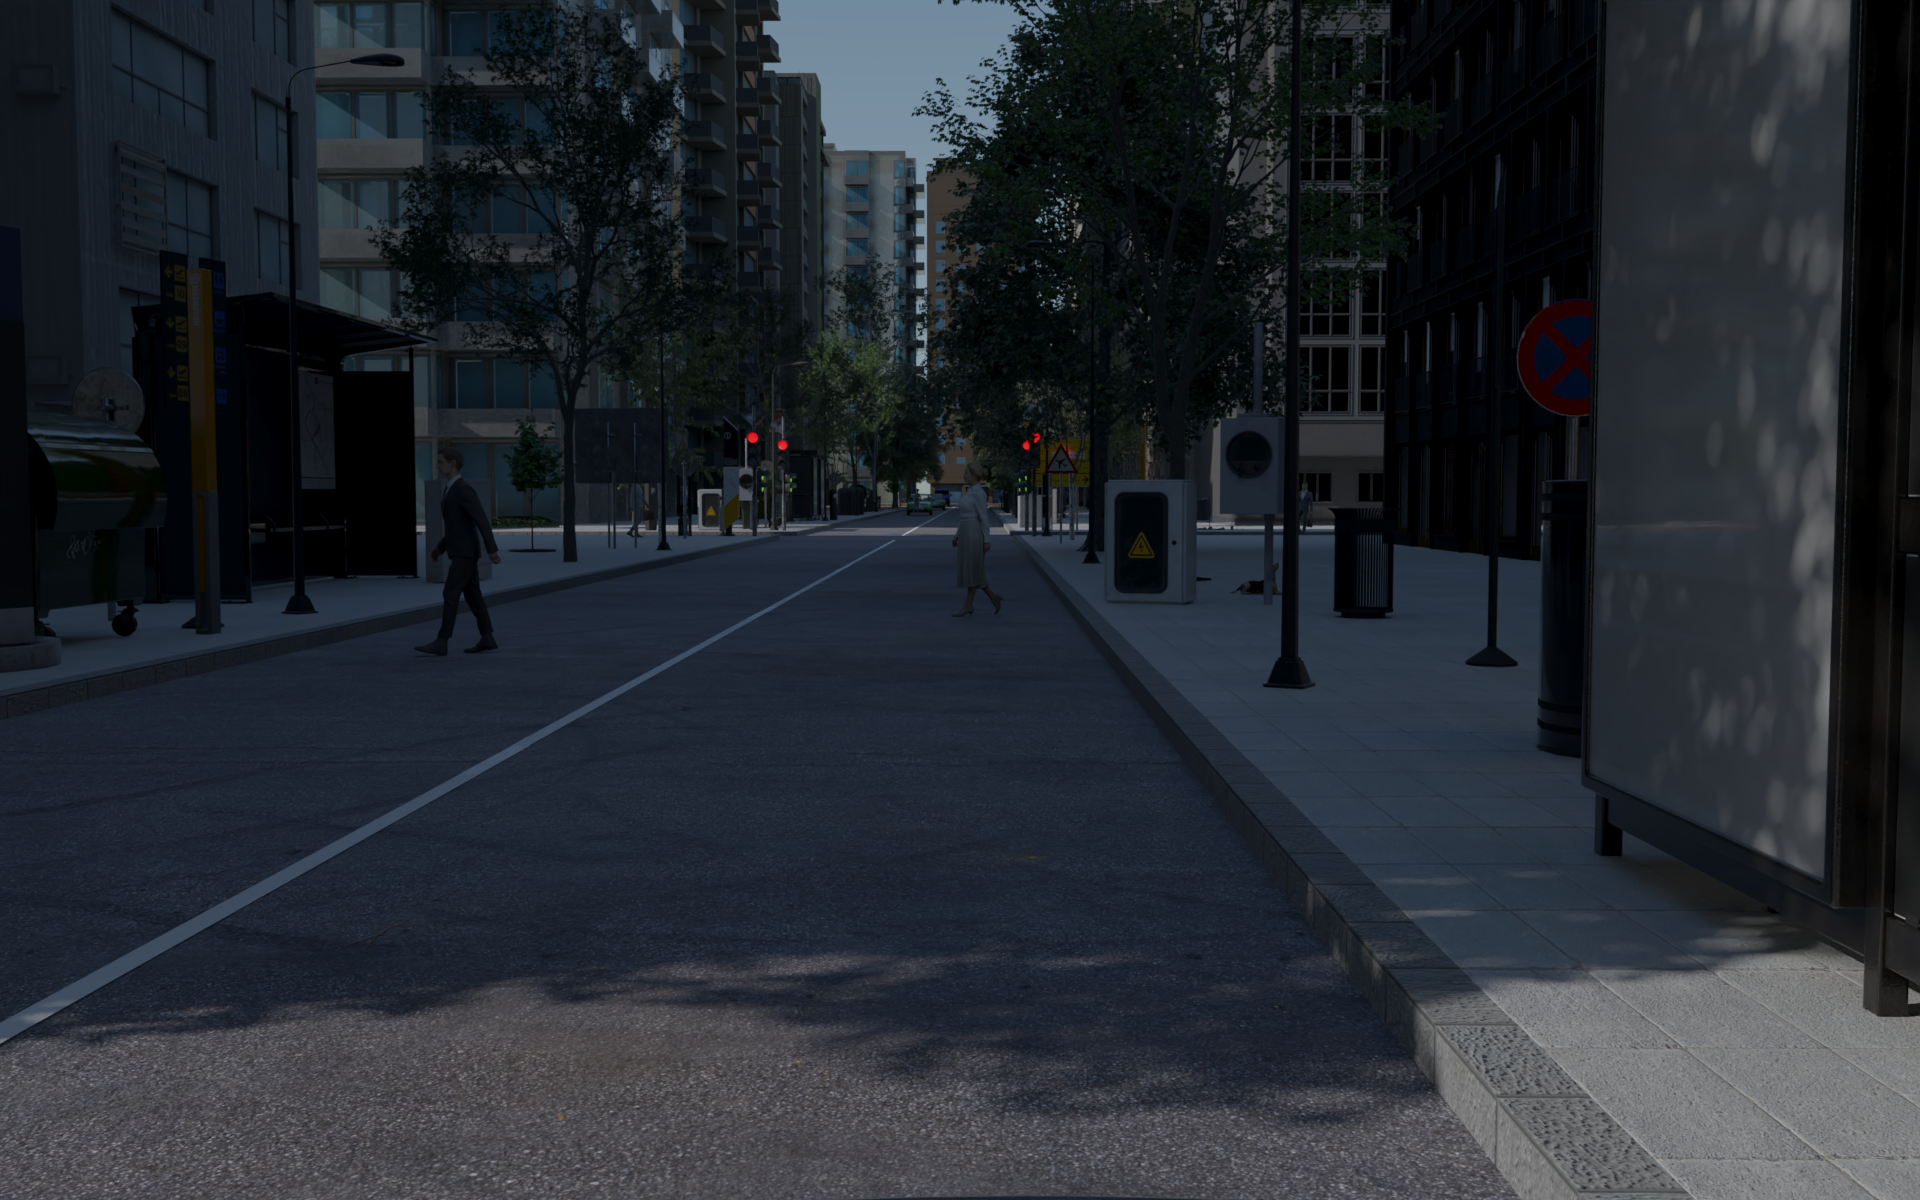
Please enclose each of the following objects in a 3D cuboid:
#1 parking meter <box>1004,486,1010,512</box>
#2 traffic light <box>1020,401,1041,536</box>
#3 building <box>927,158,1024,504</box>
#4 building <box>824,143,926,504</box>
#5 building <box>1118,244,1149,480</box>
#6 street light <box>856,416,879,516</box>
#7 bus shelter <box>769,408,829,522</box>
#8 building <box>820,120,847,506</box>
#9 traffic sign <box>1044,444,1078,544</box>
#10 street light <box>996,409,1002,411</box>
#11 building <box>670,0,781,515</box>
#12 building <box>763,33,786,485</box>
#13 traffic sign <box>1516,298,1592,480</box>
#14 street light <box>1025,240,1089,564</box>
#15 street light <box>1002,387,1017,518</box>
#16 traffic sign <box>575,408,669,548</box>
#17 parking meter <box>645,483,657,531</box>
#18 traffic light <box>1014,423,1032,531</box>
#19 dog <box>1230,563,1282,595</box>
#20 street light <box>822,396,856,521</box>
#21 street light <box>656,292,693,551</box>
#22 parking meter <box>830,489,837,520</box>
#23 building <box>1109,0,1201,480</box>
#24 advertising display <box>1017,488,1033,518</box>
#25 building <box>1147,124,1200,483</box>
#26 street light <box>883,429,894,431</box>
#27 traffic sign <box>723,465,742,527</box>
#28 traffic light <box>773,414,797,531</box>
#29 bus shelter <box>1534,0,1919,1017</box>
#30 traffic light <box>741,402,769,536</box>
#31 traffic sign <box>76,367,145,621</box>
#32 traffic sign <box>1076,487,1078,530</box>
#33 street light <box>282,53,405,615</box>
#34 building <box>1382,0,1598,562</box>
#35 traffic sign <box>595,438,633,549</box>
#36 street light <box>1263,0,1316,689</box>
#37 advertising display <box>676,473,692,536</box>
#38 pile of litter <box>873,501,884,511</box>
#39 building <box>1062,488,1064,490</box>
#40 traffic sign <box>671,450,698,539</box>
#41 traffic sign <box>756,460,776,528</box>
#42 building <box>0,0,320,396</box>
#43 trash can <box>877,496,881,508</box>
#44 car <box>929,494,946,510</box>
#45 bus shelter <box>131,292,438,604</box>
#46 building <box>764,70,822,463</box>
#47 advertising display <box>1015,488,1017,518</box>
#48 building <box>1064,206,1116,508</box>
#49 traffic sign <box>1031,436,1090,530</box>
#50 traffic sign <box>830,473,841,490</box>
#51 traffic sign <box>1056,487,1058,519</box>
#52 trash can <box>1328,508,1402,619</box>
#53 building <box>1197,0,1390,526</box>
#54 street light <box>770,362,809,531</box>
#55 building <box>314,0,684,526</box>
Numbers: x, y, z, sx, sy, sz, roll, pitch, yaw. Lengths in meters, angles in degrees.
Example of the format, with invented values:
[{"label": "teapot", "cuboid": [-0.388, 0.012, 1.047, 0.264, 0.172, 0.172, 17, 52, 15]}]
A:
[{"label": "parking meter", "cuboid": [3.290, -7.068, 121.265, 0.399, 1.863, 0.255, 0, 4, -2]}, {"label": "traffic light", "cuboid": [2.237, -3.887, 52.478, 0.839, 4.253, 0.868, 0, 4, 1]}, {"label": "building", "cuboid": [2.837, -35.685, 233.552, 14.200, 45.320, 14.600, 0, 4, 1]}, {"label": "building", "cuboid": [-19.988, -37.886, 239.047, 30.456, 49.044, 23.786, 0, 4, 1]}, {"label": "building", "cuboid": [17.423, -17.632, 124.447, 11.583, 22.565, 21.152, 0, 4, 1]}, {"label": "street light", "cuboid": [-5.599, -7.951, 102.545, 1.470, 5.913, 1.316, 0, 4, 1]}, {"label": "bus shelter", "cuboid": [-7.802, -6.480, 83.572, 2.179, 5.291, 8.768, 0, 4, 1]}, {"label": "building", "cuboid": [-27.797, -32.879, 192.198, 28.867, 44.769, 22.147, 0, 4, 1]}, {"label": "traffic sign", "cuboid": [2.606, -2.732, 44.674, 0.884, 2.594, 0.081, 0, 4, 5]}, {"label": "street light", "cuboid": [2.371, -6.207, 74.020, 1.470, 5.913, 1.316, 0, 4, 1]}, {"label": "building", "cuboid": [-24.205, -28.461, 119.966, 22.147, 44.769, 28.867, 0, 4, 1]}, {"label": "building", "cuboid": [-24.957, -43.222, 144.930, 20.563, 71.187, 20.611, 0, 4, 1]}, {"label": "traffic sign", "cuboid": [4.017, -0.689, 11.378, 0.768, 2.556, 0.104, 0, 4, 3]}, {"label": "street light", "cuboid": [1.891, -3.630, 31.887, 1.470, 5.913, 1.316, 0, 4, 1]}, {"label": "street light", "cuboid": [2.095, -4.884, 52.388, 1.470, 5.913, 1.316, 0, 4, 1]}, {"label": "traffic sign", "cuboid": [-8.020, -2.886, 41.059, 2.265, 3.308, 0.079, 0, 4, 5]}, {"label": "parking meter", "cuboid": [-10.865, -3.375, 60.896, 0.255, 1.863, 0.399, 3, 5, 39]}, {"label": "traffic light", "cuboid": [2.321, -4.376, 60.463, 0.839, 4.253, 0.868, 0, 4, 1]}, {"label": "dog", "cuboid": [3.850, -0.272, 22.190, 0.550, 0.427, 0.748, -2, 4, -26]}, {"label": "street light", "cuboid": [-5.840, -6.694, 81.994, 1.470, 5.913, 1.316, 0, 4, 1]}, {"label": "street light", "cuboid": [-6.213, -4.084, 39.311, 1.470, 5.913, 1.316, 0, 4, 1]}, {"label": "parking meter", "cuboid": [-6.234, -4.703, 85.309, 0.372, 1.533, 0.369, 0, 3, 0]}, {"label": "building", "cuboid": [22.130, -43.337, 146.818, 20.563, 71.187, 20.611, 0, 4, 1]}, {"label": "advertising display", "cuboid": [3.468, -4.953, 86.195, 0.974, 1.923, 0.123, -1, 4, -13]}, {"label": "building", "cuboid": [17.776, -18.567, 100.829, 12.463, 27.353, 25.104, 0, 4, 1]}, {"label": "street light", "cuboid": [-5.440, -9.253, 123.834, 1.470, 5.913, 1.316, 0, 4, 1]}, {"label": "traffic sign", "cuboid": [-8.984, -4.175, 68.371, 0.768, 2.556, 0.104, 0, 4, 1]}, {"label": "traffic light", "cuboid": [-6.140, -4.380, 60.535, 0.839, 4.253, 0.868, 0, 4, 1]}, {"label": "bus shelter", "cuboid": [3.048, -1.648, 4.579, 2.179, 5.291, 8.768, 0, 4, 1]}, {"label": "traffic light", "cuboid": [-6.224, -3.892, 52.551, 0.839, 4.253, 0.868, 0, 4, 1]}, {"label": "traffic sign", "cuboid": [-8.570, -1.059, 17.428, 0.768, 2.556, 0.104, 0, 4, 5]}, {"label": "traffic sign", "cuboid": [4.174, -3.768, 61.708, 0.768, 2.556, 0.104, 0, 4, 3]}, {"label": "street light", "cuboid": [-6.553, -2.806, 18.425, 1.470, 5.913, 1.316, 0, 4, 1]}, {"label": "building", "cuboid": [16.982, -12.627, 36.134, 12.332, 23.373, 15.834, 0, 4, 1]}, {"label": "traffic sign", "cuboid": [-8.040, -2.462, 40.259, 0.884, 2.594, 0.081, 0, 4, 3]}, {"label": "street light", "cuboid": [1.655, -2.376, 11.386, 1.470, 5.913, 1.316, 0, 4, 1]}, {"label": "advertising display", "cuboid": [-8.515, -2.935, 53.200, 0.123, 1.923, 0.974, 0, 4, 7]}, {"label": "pile of litter", "cuboid": [-6.243, -7.099, 130.034, 1.176, 0.858, 1.719, 1, 4, 13]}, {"label": "building", "cuboid": [26.423, -56.491, 236.305, 31.000, 86.520, 22.319, 0, 4, 1]}, {"label": "traffic sign", "cuboid": [-7.846, -3.012, 49.355, 0.768, 2.556, 0.104, 0, 4, 3]}, {"label": "traffic sign", "cuboid": [-7.330, -3.988, 65.305, 0.768, 2.556, 0.104, 1, 4, 10]}, {"label": "building", "cuboid": [-22.049, -21.552, 35.977, 14.086, 41.232, 14.154, 0, 4, 1]}, {"label": "trash can", "cuboid": [-6.463, -7.533, 134.825, 0.748, 1.137, 0.748, 0, 3, 0]}, {"label": "car", "cuboid": [-2.191, -8.860, 153.651, 1.959, 1.807, 4.718, 0, 4, 1]}, {"label": "bus shelter", "cuboid": [-8.800, -1.956, 23.269, 1.731, 3.624, 6.357, 0, 4, 1]}, {"label": "building", "cuboid": [-20.647, -29.347, 163.415, 14.154, 41.232, 14.086, 0, 4, 1]}, {"label": "advertising display", "cuboid": [3.150, -5.293, 91.755, 0.123, 1.923, 0.974, 2, 4, 24]}, {"label": "building", "cuboid": [22.718, -34.715, 191.298, 21.300, 48.544, 21.600, 0, 4, 1]}, {"label": "traffic sign", "cuboid": [3.570, -4.114, 61.132, 2.265, 3.308, 0.079, 0, 4, 7]}, {"label": "traffic sign", "cuboid": [-7.377, -6.244, 102.187, 0.768, 2.556, 0.104, 0, 4, 2]}, {"label": "traffic sign", "cuboid": [5.094, -5.545, 90.768, 0.768, 2.556, 0.104, 1, 4, 10]}, {"label": "trash can", "cuboid": [4.200, -0.389, 18.011, 0.748, 1.137, 0.748, 0, 3, 0]}, {"label": "building", "cuboid": [23.107, -17.204, 74.788, 24.014, 27.812, 14.314, 0, 4, 1]}, {"label": "street light", "cuboid": [-6.011, -5.406, 60.931, 1.470, 5.913, 1.316, 0, 4, 1]}, {"label": "building", "cuboid": [-25.586, -28.297, 82.257, 23.786, 49.044, 30.456, 0, 4, 1]}]
